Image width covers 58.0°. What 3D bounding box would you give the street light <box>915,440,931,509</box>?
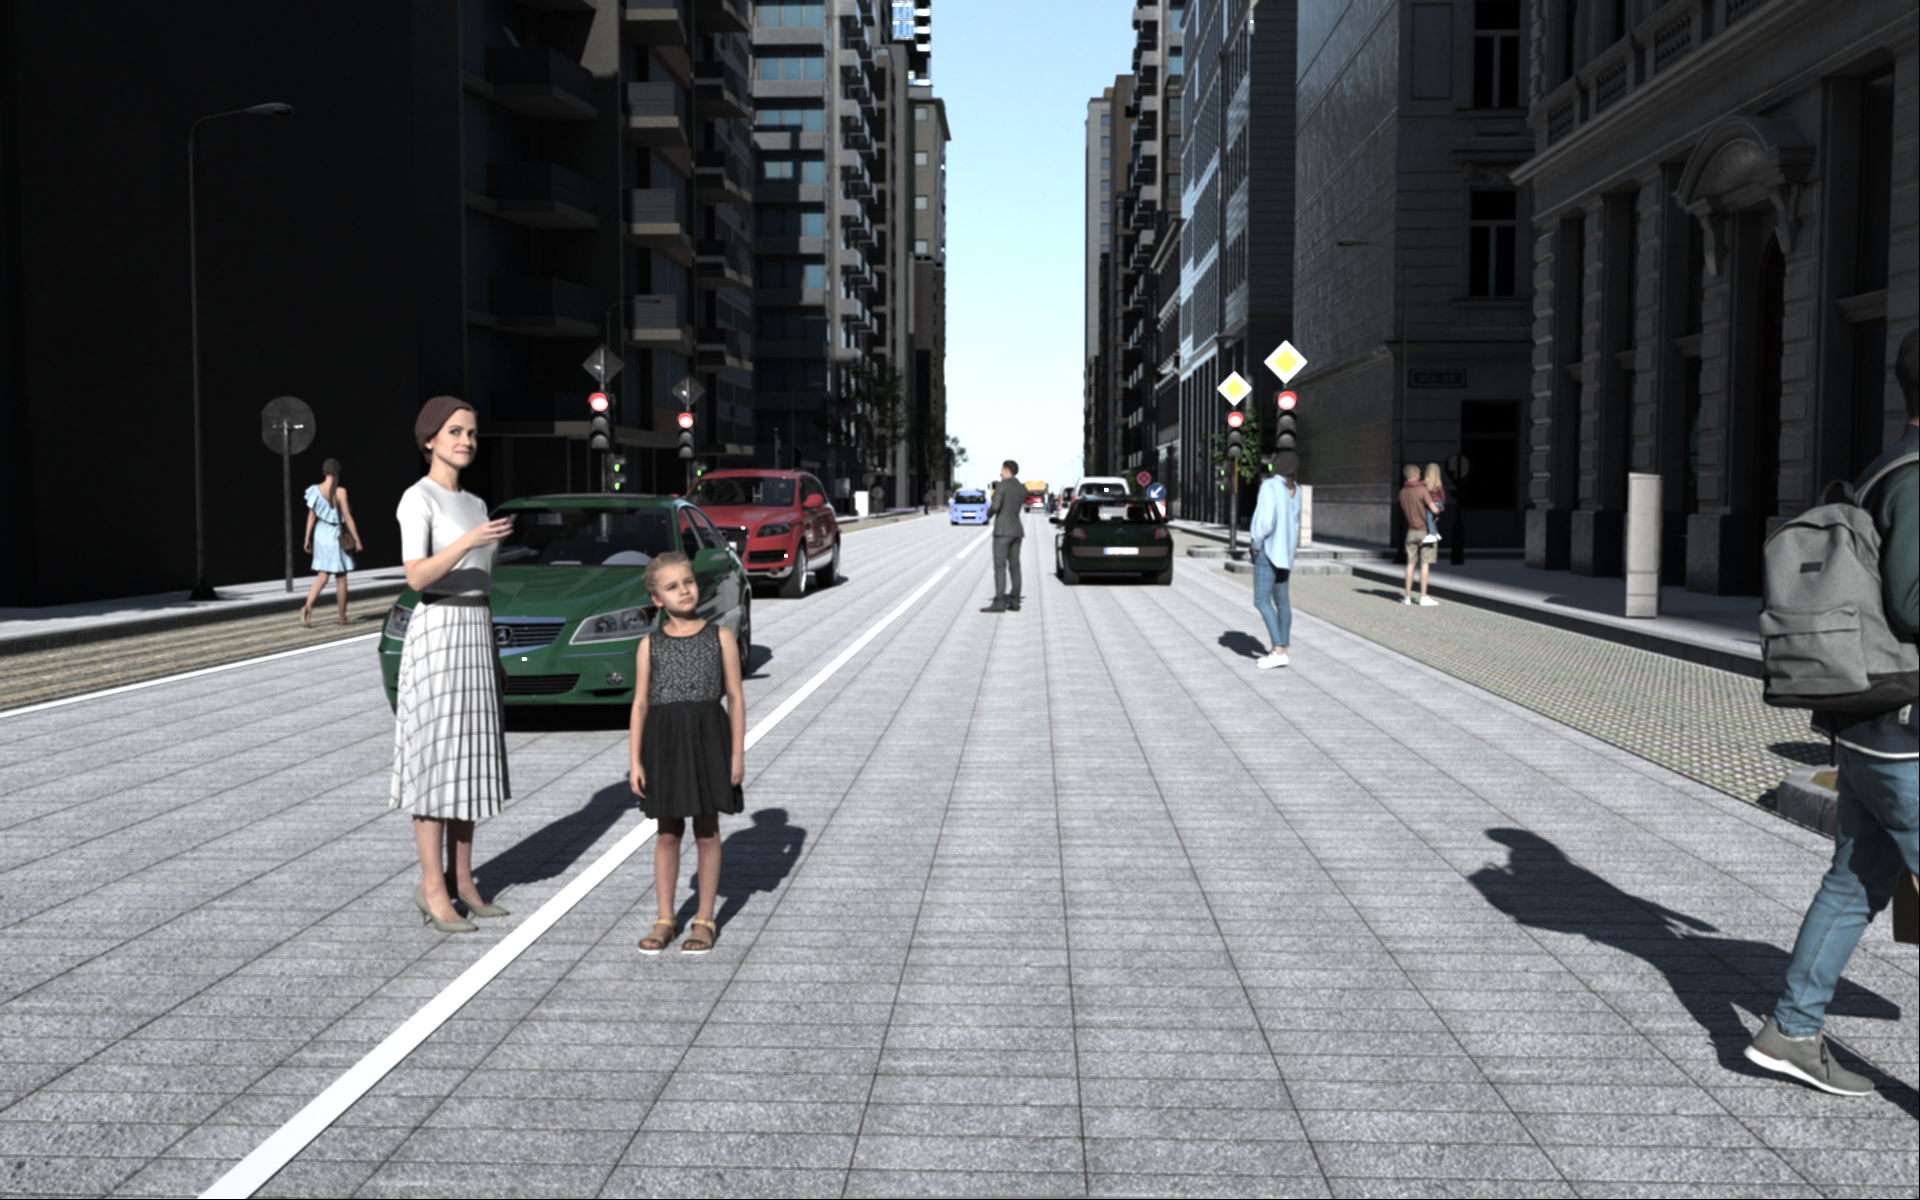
[{"bbox_3d":[-3.197,-10.789,148.940,1.470,5.913,1.316,0,4,2],"label":"street light"}]

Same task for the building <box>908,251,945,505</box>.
[{"bbox_3d":[-9.185,-26.634,207.159,14.160,30.474,14.107,0,4,2],"label":"building"}]

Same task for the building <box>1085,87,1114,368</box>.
[{"bbox_3d":[29.082,-43.761,257.493,21.231,58.520,28.212,0,4,2],"label":"building"}]

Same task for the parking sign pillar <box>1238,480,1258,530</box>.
[{"bbox_3d":[10.826,-4.544,62.765,1.447,3.967,1.447,-2,4,-27],"label":"parking sign pillar"}]

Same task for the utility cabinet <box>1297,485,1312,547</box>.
[{"bbox_3d":[8.070,-2.014,41.604,0.318,1.500,1.173,-1,4,-15],"label":"utility cabinet"}]

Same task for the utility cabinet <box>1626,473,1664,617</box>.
[{"bbox_3d":[7.242,-0.586,18.267,0.318,1.500,1.173,2,4,24],"label":"utility cabinet"}]

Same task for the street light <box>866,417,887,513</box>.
[{"bbox_3d":[-5.093,-8.060,104.324,1.470,5.913,1.316,0,4,2],"label":"street light"}]

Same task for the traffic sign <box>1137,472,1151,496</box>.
[{"bbox_3d":[10.388,-5.976,97.808,0.768,2.556,0.104,0,4,7],"label":"traffic sign"}]

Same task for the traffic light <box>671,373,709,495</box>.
[{"bbox_3d":[-6.291,-3.140,40.254,0.839,4.253,0.868,0,4,2],"label":"traffic light"}]

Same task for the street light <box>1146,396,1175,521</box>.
[{"bbox_3d":[9.538,-6.727,82.534,1.470,5.913,1.316,0,4,2],"label":"street light"}]

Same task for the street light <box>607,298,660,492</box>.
[{"bbox_3d":[-7.779,-4.194,41.107,1.470,5.913,1.316,0,4,2],"label":"street light"}]

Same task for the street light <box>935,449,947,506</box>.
[{"bbox_3d":[-2.004,-12.712,180.382,1.470,5.913,1.316,0,4,2],"label":"street light"}]

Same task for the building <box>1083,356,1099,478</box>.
[{"bbox_3d":[30.660,-23.547,230.030,27.650,21.520,28.899,0,4,2],"label":"building"}]

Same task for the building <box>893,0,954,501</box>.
[{"bbox_3d":[-11.784,-57.709,256.215,22.319,86.520,31.000,0,4,2],"label":"building"}]

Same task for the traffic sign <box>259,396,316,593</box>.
[{"bbox_3d":[-8.743,-1.370,22.507,0.768,2.556,0.104,0,4,6],"label":"traffic sign"}]

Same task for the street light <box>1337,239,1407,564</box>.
[{"bbox_3d":[7.563,-3.618,31.690,1.470,5.913,1.316,0,4,2],"label":"street light"}]

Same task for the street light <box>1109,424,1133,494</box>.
[{"bbox_3d":[10.795,-8.657,114.084,1.470,5.913,1.316,0,4,2],"label":"street light"}]

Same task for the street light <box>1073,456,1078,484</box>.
[{"bbox_3d":[14.848,-14.580,210.923,1.470,5.913,1.316,0,4,2],"label":"street light"}]

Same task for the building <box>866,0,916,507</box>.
[{"bbox_3d":[-14.874,-44.743,169.796,20.563,71.187,20.611,0,4,2],"label":"building"}]

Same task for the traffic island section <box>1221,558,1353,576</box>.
[{"bbox_3d":[5.967,-0.587,31.883,2.009,0.180,2.903,0,4,2],"label":"traffic island section"}]

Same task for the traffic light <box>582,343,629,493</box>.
[{"bbox_3d":[-6.624,-2.652,32.276,0.839,4.253,0.868,0,4,2],"label":"traffic light"}]

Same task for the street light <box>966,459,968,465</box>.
[{"bbox_3d":[0.279,-15.820,231.203,1.470,5.913,1.316,0,4,2],"label":"street light"}]

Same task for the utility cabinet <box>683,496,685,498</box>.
[{"bbox_3d":[-7.660,-2.300,48.768,0.306,1.237,1.020,1,4,16],"label":"utility cabinet"}]

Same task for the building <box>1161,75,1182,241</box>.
[{"bbox_3d":[21.137,-21.469,122.720,14.160,30.474,14.107,0,4,2],"label":"building"}]

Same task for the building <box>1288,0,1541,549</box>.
[{"bbox_3d":[31.901,-16.547,46.962,44.131,29.872,17.030,0,4,2],"label":"building"}]

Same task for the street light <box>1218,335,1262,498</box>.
[{"bbox_3d":[8.232,-4.780,50.701,1.470,5.913,1.316,0,4,2],"label":"street light"}]

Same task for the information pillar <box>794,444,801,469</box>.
[{"bbox_3d":[-7.368,-5.296,77.942,0.504,3.616,0.183,2,4,32],"label":"information pillar"}]

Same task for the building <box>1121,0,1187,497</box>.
[{"bbox_3d":[25.784,-32.086,144.219,23.786,49.044,30.456,0,4,2],"label":"building"}]

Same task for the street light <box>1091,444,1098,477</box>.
[{"bbox_3d":[12.818,-11.454,159.820,1.470,5.913,1.316,0,4,2],"label":"street light"}]

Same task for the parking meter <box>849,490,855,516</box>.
[{"bbox_3d":[-6.213,-5.576,99.579,0.372,1.533,0.369,0,3,0],"label":"parking meter"}]

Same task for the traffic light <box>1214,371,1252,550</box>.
[{"bbox_3d":[6.260,-3.109,39.749,0.839,4.253,0.868,0,4,2],"label":"traffic light"}]

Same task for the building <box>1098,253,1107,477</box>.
[{"bbox_3d":[23.604,-26.676,207.849,14.160,30.474,14.107,0,4,2],"label":"building"}]

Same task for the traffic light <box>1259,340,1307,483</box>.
[{"bbox_3d":[5.928,-2.621,31.771,0.839,4.253,0.868,0,4,2],"label":"traffic light"}]

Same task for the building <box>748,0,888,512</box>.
[{"bbox_3d":[-18.061,-31.258,130.670,23.786,49.044,30.456,0,4,2],"label":"building"}]

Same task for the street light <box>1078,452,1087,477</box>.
[{"bbox_3d":[14.111,-13.377,191.257,1.470,5.913,1.316,0,4,2],"label":"street light"}]

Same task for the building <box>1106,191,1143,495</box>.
[{"bbox_3d":[21.791,-24.190,167.211,14.160,30.474,14.107,0,4,2],"label":"building"}]

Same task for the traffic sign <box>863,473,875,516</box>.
[{"bbox_3d":[-5.404,-6.290,102.946,0.768,2.556,0.104,1,4,10],"label":"traffic sign"}]

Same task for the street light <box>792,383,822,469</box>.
[{"bbox_3d":[-6.458,-6.126,72.698,1.470,5.913,1.316,0,4,2],"label":"street light"}]

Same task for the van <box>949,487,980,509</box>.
[{"bbox_3d":[0.405,-5.839,102.473,2.013,2.044,4.112,0,4,4],"label":"van"}]

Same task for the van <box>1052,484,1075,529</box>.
[{"bbox_3d":[4.885,-4.020,72.743,2.013,2.044,4.112,0,4,3],"label":"van"}]

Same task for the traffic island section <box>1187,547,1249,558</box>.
[{"bbox_3d":[6.300,-1.075,39.861,2.009,0.180,2.903,0,4,2],"label":"traffic island section"}]

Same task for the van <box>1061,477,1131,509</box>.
[{"bbox_3d":[3.560,-2.245,43.716,2.013,2.044,4.112,0,4,4],"label":"van"}]

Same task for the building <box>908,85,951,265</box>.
[{"bbox_3d":[-15.997,-39.080,228.202,28.713,52.752,27.495,0,4,2],"label":"building"}]

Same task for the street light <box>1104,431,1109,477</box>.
[{"bbox_3d":[11.336,-9.500,127.866,1.470,5.913,1.316,0,4,2],"label":"street light"}]

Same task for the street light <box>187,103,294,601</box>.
[{"bbox_3d":[-8.627,-2.951,20.784,1.470,5.913,1.316,0,4,2],"label":"street light"}]

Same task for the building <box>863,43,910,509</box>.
[{"bbox_3d":[-11.998,-28.726,153.261,14.154,41.232,14.086,0,4,2],"label":"building"}]

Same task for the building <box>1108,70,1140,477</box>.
[{"bbox_3d":[22.882,-32.522,181.843,14.600,45.320,14.200,0,4,2],"label":"building"}]
